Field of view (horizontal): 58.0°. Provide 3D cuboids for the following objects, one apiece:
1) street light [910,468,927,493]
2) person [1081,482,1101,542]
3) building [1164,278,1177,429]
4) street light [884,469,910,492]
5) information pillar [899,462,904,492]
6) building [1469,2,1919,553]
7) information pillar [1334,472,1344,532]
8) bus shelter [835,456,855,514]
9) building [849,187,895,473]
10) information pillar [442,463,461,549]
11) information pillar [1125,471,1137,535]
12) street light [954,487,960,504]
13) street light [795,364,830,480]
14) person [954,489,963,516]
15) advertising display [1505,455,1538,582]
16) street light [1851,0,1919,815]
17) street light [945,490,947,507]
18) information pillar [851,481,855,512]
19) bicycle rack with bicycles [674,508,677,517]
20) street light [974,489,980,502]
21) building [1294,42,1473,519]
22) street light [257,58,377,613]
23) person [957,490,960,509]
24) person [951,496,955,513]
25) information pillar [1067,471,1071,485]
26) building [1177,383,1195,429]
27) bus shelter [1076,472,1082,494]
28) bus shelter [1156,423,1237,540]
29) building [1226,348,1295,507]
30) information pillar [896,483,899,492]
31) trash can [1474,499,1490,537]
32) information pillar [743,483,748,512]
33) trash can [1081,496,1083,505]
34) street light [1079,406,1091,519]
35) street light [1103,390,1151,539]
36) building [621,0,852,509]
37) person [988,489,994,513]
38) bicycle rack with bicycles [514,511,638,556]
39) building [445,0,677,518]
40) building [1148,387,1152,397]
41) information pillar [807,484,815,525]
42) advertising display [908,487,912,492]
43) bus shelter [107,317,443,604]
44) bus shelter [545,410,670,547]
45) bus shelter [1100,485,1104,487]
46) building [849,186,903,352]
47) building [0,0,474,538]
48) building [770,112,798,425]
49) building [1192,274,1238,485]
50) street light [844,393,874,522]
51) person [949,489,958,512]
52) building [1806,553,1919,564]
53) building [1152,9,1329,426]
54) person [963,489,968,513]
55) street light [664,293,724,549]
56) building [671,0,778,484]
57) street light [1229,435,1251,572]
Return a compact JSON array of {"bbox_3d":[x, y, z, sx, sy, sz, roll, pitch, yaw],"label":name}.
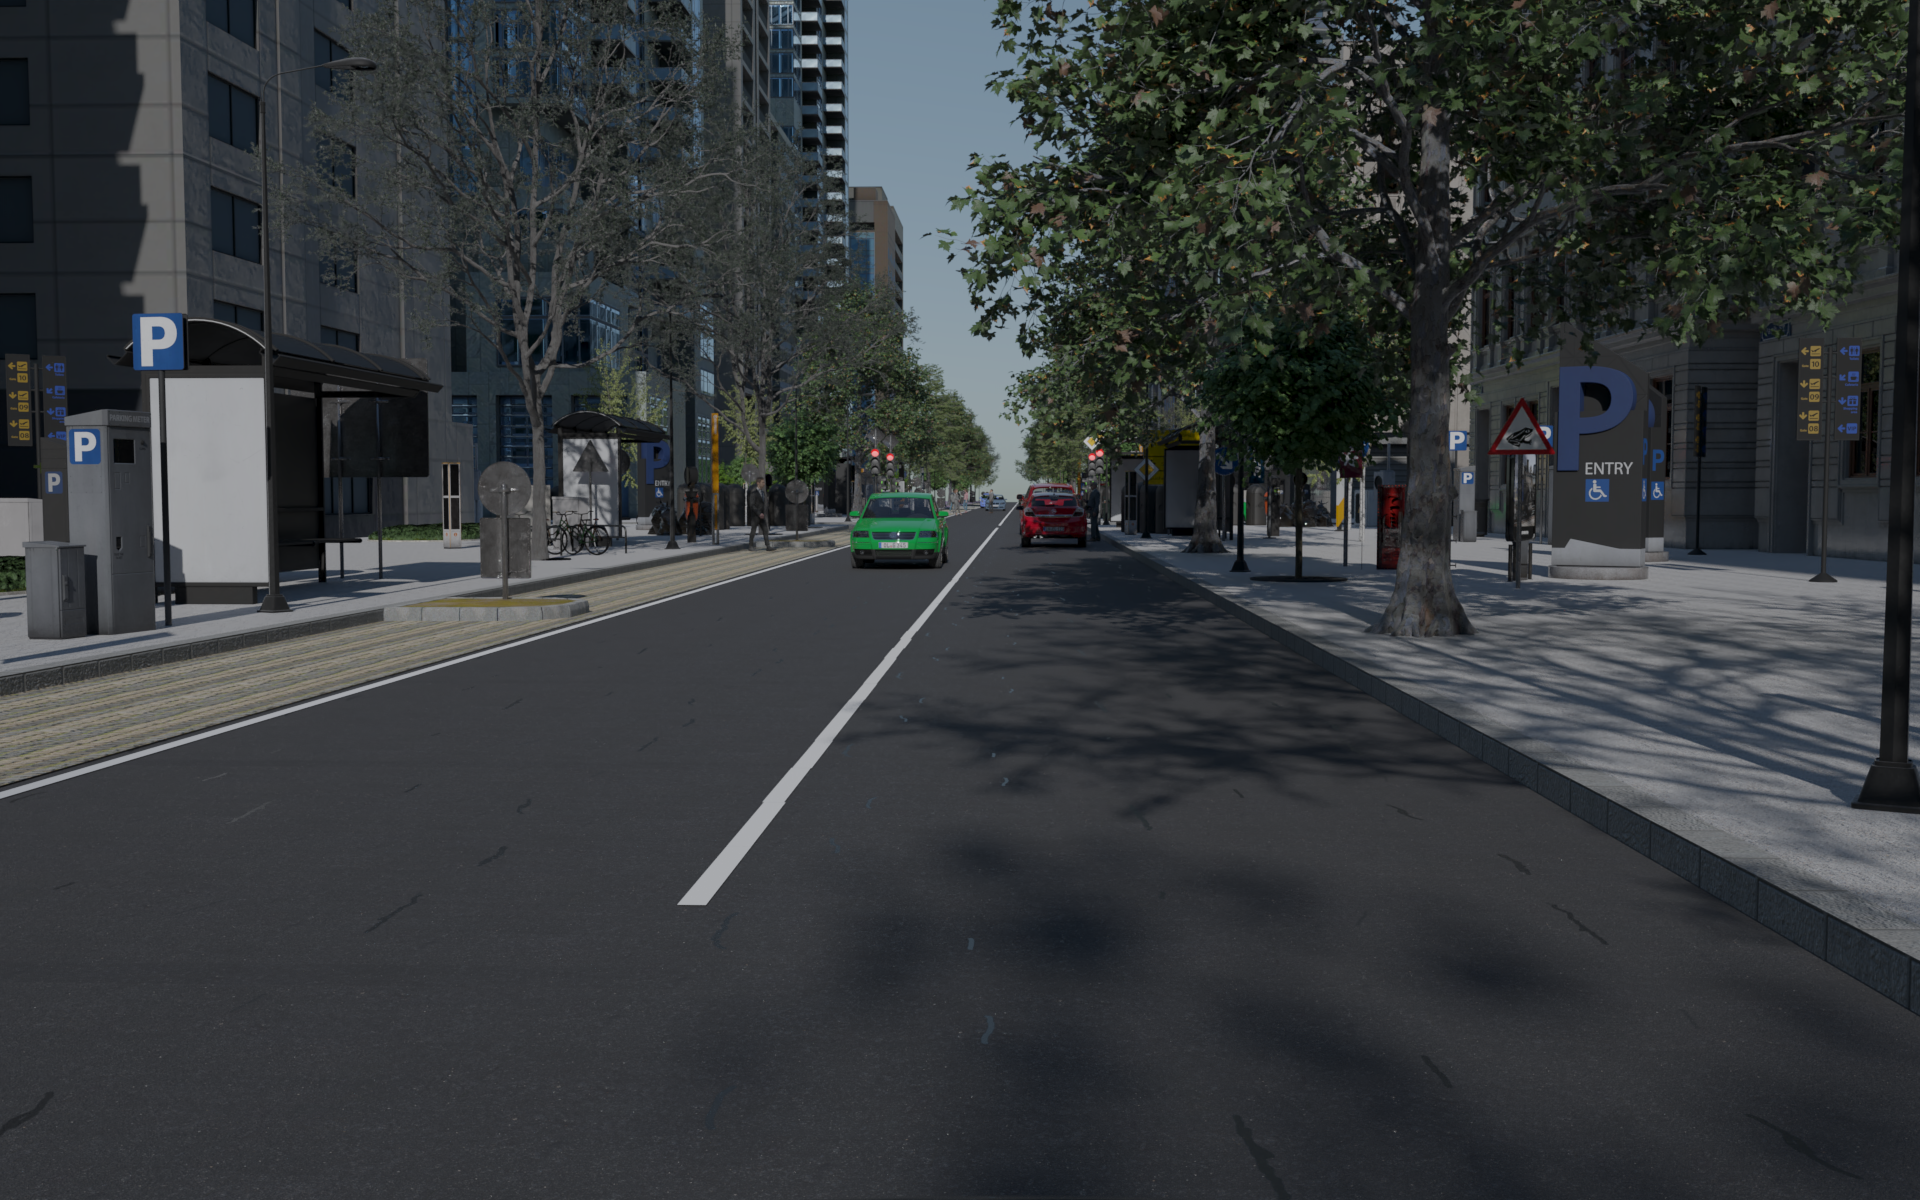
[{"bbox_3d":[-3.034,-9.218,123.253,1.470,5.913,1.316,0,4,2],"label":"street light"},{"bbox_3d":[3.985,-2.677,52.452,0.590,1.801,0.661,-1,4,-10],"label":"person"},{"bbox_3d":[29.093,-32.574,182.702,14.600,45.320,14.200,0,4,2],"label":"building"},{"bbox_3d":[-3.856,-7.904,101.774,1.470,5.913,1.316,0,4,2],"label":"street light"},{"bbox_3d":[-3.772,-7.347,111.480,0.183,3.616,0.504,-3,5,-39],"label":"information pillar"},{"bbox_3d":[22.151,-13.020,49.037,11.583,22.565,21.152,0,4,2],"label":"building"},{"bbox_3d":[13.083,-4.161,59.394,0.504,3.616,0.183,-3,5,-43],"label":"information pillar"},{"bbox_3d":[-6.984,-7.165,108.430,1.731,3.624,6.357,0,4,2],"label":"bus shelter"},{"bbox_3d":[-16.993,-37.098,256.660,14.600,45.320,14.200,0,4,2],"label":"building"},{"bbox_3d":[-11.900,-2.205,40.539,0.304,2.012,0.304,3,5,42],"label":"information pillar"},{"bbox_3d":[5.378,-3.057,54.477,0.304,2.012,0.304,-1,4,-20],"label":"information pillar"},{"bbox_3d":[-0.997,-12.566,177.991,1.470,5.913,1.316,0,4,2],"label":"street light"},{"bbox_3d":[-5.321,-5.469,61.967,1.470,5.913,1.316,0,4,2],"label":"street light"},{"bbox_3d":[-0.115,-6.491,114.903,0.573,1.790,0.520,0,4,3],"label":"person"},{"bbox_3d":[8.306,-1.249,25.638,0.123,1.923,0.974,3,4,37],"label":"advertising display"},{"bbox_3d":[3.284,-2.105,6.952,1.470,5.913,1.316,0,4,2],"label":"street light"},{"bbox_3d":[-1.735,-11.236,156.253,1.470,5.913,1.316,0,4,2],"label":"street light"},{"bbox_3d":[-5.971,-5.697,97.637,0.304,2.012,0.304,-1,4,-15],"label":"information pillar"},{"bbox_3d":[-10.794,-3.193,65.593,2.925,0.926,2.852,-1,4,-19],"label":"bicycle rack with bicycles"},{"bbox_3d":[2.166,-17.715,262.183,1.470,5.913,1.316,0,4,2],"label":"street light"},{"bbox_3d":[29.402,-16.937,94.949,19.932,24.808,12.078,0,4,2],"label":"building"},{"bbox_3d":[-6.905,-2.818,18.619,1.470,5.913,1.316,0,4,2],"label":"street light"},{"bbox_3d":[-0.221,-9.384,161.951,0.705,1.821,1.348,0,4,-6],"label":"person"},{"bbox_3d":[-0.417,-7.122,127.537,0.503,1.515,0.523,-1,4,-15],"label":"person"},{"bbox_3d":[9.447,-9.705,150.025,0.504,3.616,0.183,3,5,41],"label":"information pillar"},{"bbox_3d":[28.074,-24.303,169.056,14.160,30.474,14.107,0,4,2],"label":"building"},{"bbox_3d":[11.042,-9.576,150.483,2.014,3.302,5.546,0,4,2],"label":"bus shelter"},{"bbox_3d":[6.919,-3.458,50.465,2.014,3.302,5.546,0,4,2],"label":"bus shelter"},{"bbox_3d":[26.258,-19.824,117.635,14.314,27.812,24.014,0,4,2],"label":"building"},{"bbox_3d":[-4.091,-6.490,110.599,0.304,2.012,0.304,2,4,32],"label":"information pillar"},{"bbox_3d":[15.460,-2.455,51.793,0.748,1.137,0.748,0,3,0],"label":"trash can"},{"bbox_3d":[-14.603,-6.943,118.016,0.304,2.012,0.304,0,4,-6],"label":"information pillar"},{"bbox_3d":[8.587,-6.551,118.768,0.748,1.137,0.748,0,3,0],"label":"trash can"},{"bbox_3d":[5.506,-6.046,71.398,1.470,5.913,1.316,0,4,2],"label":"street light"},{"bbox_3d":[4.842,-4.732,49.913,1.470,5.913,1.316,0,4,2],"label":"street light"},{"bbox_3d":[-22.858,-53.887,193.729,22.319,86.520,31.000,0,4,2],"label":"building"},{"bbox_3d":[2.312,-7.384,129.412,0.473,1.802,0.592,2,4,23],"label":"person"},{"bbox_3d":[-8.402,-1.445,37.015,2.925,0.926,2.852,3,4,39],"label":"bicycle rack with bicycles"},{"bbox_3d":[-27.058,-48.438,104.639,22.319,86.520,31.000,0,4,2],"label":"building"},{"bbox_3d":[32.251,-36.073,273.389,14.154,41.232,14.086,0,4,2],"label":"building"},{"bbox_3d":[-6.315,-4.188,72.968,0.304,2.012,0.304,1,4,20],"label":"information pillar"},{"bbox_3d":[-4.308,-8.191,139.138,0.974,1.923,0.123,1,4,19],"label":"advertising display"},{"bbox_3d":[-8.644,-1.754,22.599,2.014,3.302,5.546,0,4,2],"label":"bus shelter"},{"bbox_3d":[-8.941,-3.103,44.658,2.014,3.302,5.546,0,4,2],"label":"bus shelter"},{"bbox_3d":[9.384,-7.259,109.970,1.731,3.624,6.357,0,4,2],"label":"bus shelter"},{"bbox_3d":[-20.351,-39.848,275.220,21.300,48.544,21.600,0,4,2],"label":"building"},{"bbox_3d":[-27.793,-37.361,49.101,20.611,71.187,20.563,0,4,2],"label":"building"},{"bbox_3d":[-28.991,-29.112,167.863,32.217,40.220,23.993,0,4,2],"label":"building"},{"bbox_3d":[26.295,-18.350,141.820,13.314,21.916,24.055,0,4,2],"label":"building"},{"bbox_3d":[-4.634,-6.566,79.890,1.470,5.913,1.316,0,4,2],"label":"street light"},{"bbox_3d":[-0.532,-7.664,133.784,0.713,1.824,0.794,-1,4,-21],"label":"person"},{"bbox_3d":[22.322,-11.728,27.904,11.583,22.565,21.152,0,4,2],"label":"building"},{"bbox_3d":[33.205,-40.479,203.832,21.231,58.520,28.212,0,4,2],"label":"building"},{"bbox_3d":[0.414,-7.429,129.978,0.388,1.821,0.555,-2,4,-32],"label":"person"},{"bbox_3d":[-6.148,-4.132,40.100,1.470,5.913,1.316,0,4,2],"label":"street light"},{"bbox_3d":[-23.843,-42.844,138.753,20.563,71.187,20.611,0,4,2],"label":"building"},{"bbox_3d":[4.084,-3.418,28.432,1.470,5.913,1.316,0,4,2],"label":"street light"}]
